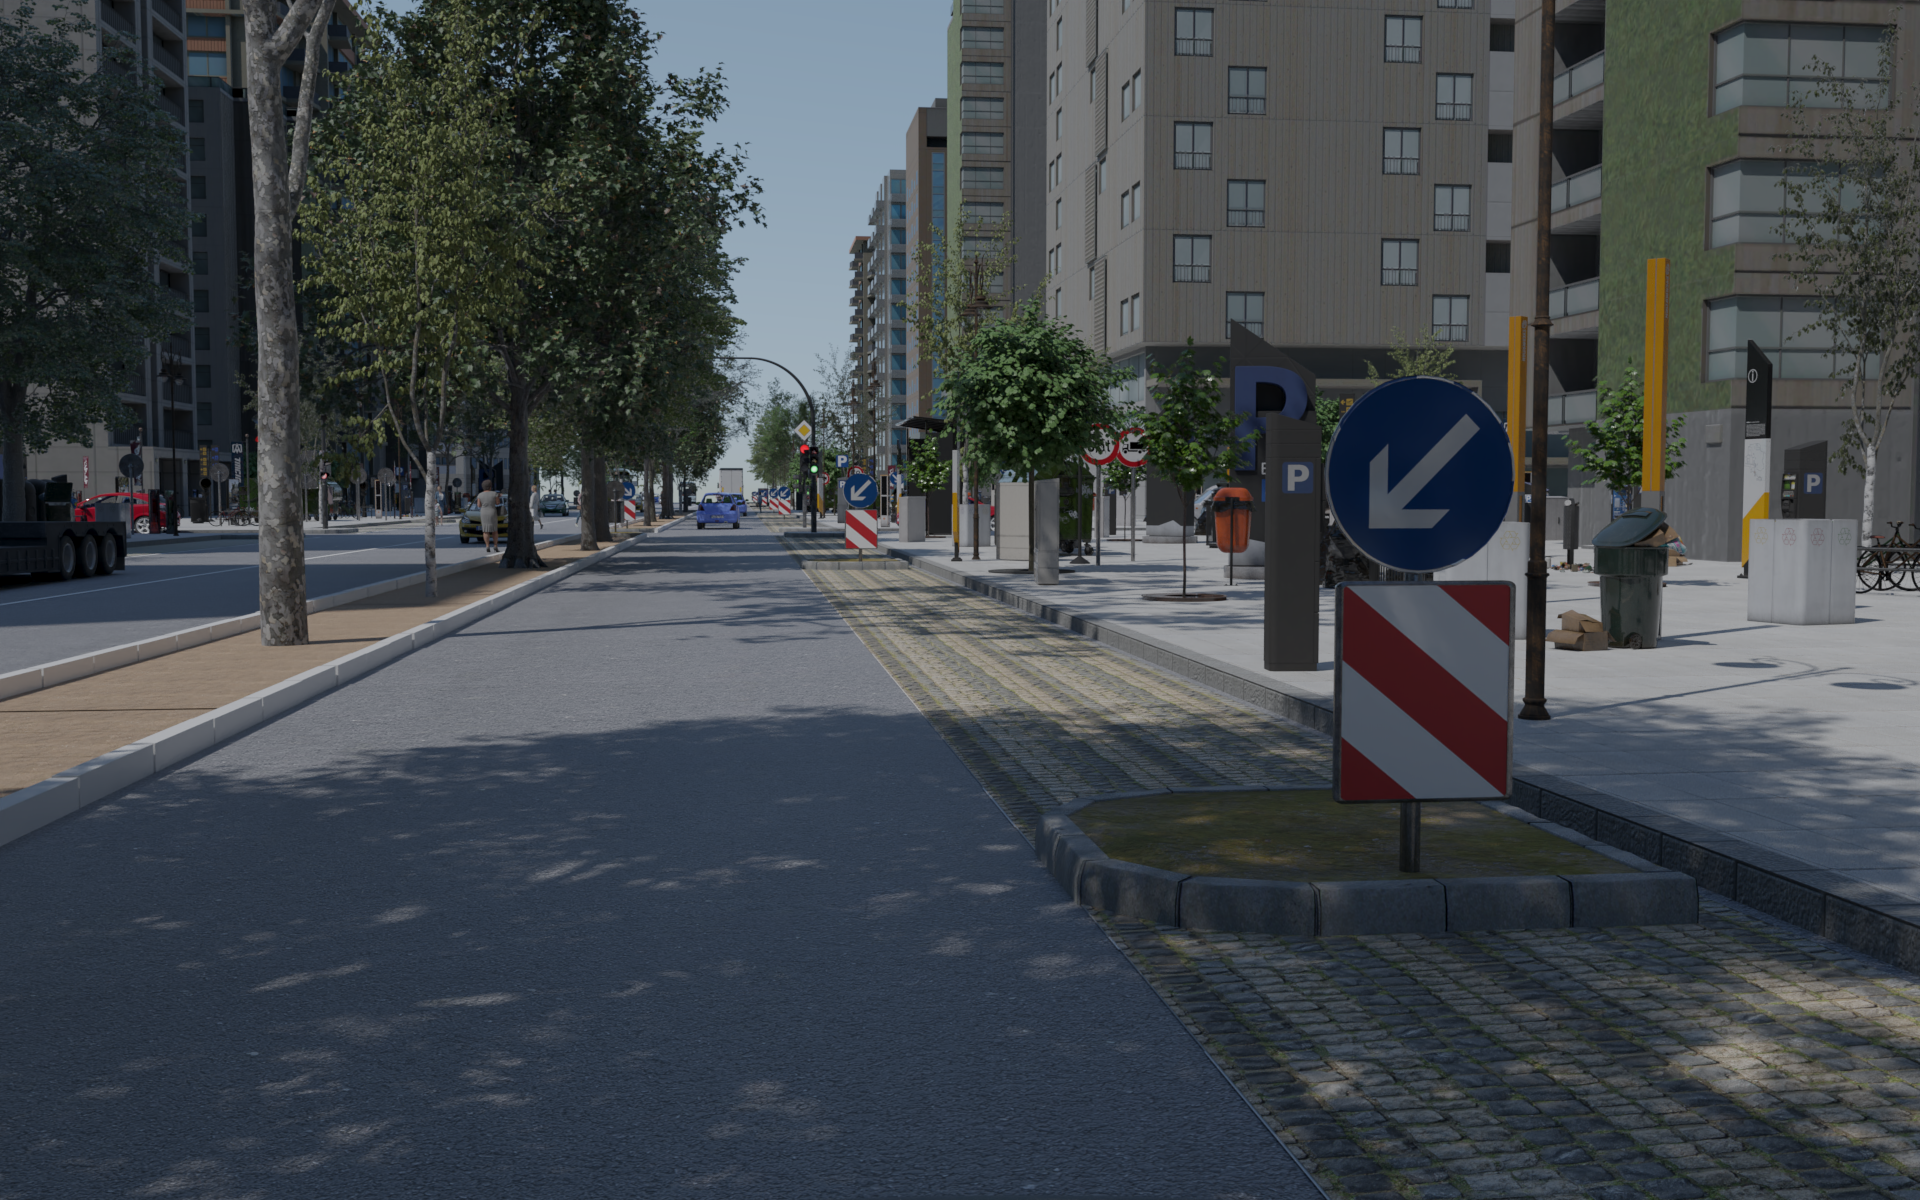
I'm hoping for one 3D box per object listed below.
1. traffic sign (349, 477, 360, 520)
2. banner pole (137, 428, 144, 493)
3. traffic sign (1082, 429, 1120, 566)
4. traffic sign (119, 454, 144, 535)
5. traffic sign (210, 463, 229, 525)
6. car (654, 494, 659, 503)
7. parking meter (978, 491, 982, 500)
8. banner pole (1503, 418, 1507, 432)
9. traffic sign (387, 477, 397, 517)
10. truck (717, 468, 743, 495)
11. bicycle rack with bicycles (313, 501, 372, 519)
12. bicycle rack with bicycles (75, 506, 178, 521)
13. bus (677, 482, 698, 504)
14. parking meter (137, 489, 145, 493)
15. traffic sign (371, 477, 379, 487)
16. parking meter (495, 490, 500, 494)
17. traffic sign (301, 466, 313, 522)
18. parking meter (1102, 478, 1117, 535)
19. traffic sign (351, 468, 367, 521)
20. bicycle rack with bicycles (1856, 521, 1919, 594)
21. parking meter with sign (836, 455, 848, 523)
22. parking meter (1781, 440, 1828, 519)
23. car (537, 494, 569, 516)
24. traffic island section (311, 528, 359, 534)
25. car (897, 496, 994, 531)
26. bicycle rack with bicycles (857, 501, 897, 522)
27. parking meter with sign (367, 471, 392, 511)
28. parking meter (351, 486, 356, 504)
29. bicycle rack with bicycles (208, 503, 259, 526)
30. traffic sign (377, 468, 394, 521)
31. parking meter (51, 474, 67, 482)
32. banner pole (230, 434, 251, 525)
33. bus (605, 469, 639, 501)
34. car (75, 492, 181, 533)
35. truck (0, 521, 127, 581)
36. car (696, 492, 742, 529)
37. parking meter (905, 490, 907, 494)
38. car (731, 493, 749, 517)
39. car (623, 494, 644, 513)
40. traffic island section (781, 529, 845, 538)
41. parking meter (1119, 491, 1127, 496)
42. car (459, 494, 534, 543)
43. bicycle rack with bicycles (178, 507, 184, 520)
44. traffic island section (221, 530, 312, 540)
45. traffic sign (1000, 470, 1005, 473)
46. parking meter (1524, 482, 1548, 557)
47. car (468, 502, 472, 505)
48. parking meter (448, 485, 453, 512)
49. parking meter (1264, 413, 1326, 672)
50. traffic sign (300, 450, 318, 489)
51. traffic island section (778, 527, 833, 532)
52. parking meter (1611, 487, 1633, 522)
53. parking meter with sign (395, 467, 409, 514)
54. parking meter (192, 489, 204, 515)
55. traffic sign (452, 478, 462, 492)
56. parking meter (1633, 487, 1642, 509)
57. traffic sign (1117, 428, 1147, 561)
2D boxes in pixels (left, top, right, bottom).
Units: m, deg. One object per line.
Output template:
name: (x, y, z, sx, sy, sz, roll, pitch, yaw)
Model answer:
traffic sign: (-30.059, -5.273, 86.322, 0.768, 2.556, 0.104, 0, 4, -3)
banner pole: (-31.080, -4.629, 65.698, 0.401, 3.779, 0.863, -3, 4, -37)
traffic sign: (2.480, -1.890, 31.014, 0.768, 2.556, 0.104, 0, 4, 1)
traffic sign: (-26.052, -3.325, 54.476, 0.768, 2.556, 0.104, 0, 4, -4)
traffic sign: (-30.614, -4.373, 71.608, 0.768, 2.556, 0.104, 0, 4, -6)
car: (-45.642, -15.265, 259.173, 1.945, 1.707, 3.694, 0, 4, -8)
parking meter: (1.278, -6.616, 116.589, 0.372, 1.533, 0.369, 0, 3, 0)
banner pole: (15.950, -3.678, 50.146, 0.401, 3.779, 0.863, -1, 4, -21)
traffic sign: (-31.323, -5.748, 95.167, 0.795, 2.450, 0.064, 0, 4, -3)
truck: (-25.254, -12.348, 190.795, 2.839, 4.237, 11.283, -1, 4, -9)
bicycle rack with bicycles: (-32.361, -4.771, 91.384, 2.925, 0.926, 2.852, 3, 5, 41)
bicycle rack with bicycles: (-36.137, -3.757, 74.811, 2.852, 0.926, 2.925, 2, 4, 26)
bus: (-40.063, -15.877, 254.455, 2.948, 3.499, 13.247, -1, 4, -9)
parking meter: (-38.364, -4.447, 81.118, 0.372, 1.533, 0.369, 0, 3, 0)
traffic sign: (-35.644, -6.335, 105.712, 0.606, 2.300, 0.079, 0, 4, 1)
parking meter: (-32.614, -6.956, 122.136, 0.372, 1.533, 0.369, 0, 3, 0)
traffic sign: (-29.711, -4.806, 78.681, 0.768, 2.556, 0.104, 0, 4, -1)
parking meter: (4.660, -2.953, 53.996, 0.399, 1.863, 0.255, -1, 4, -16)
traffic sign: (-28.767, -5.062, 82.864, 0.768, 2.556, 0.104, 0, 4, -2)
bicycle rack with bicycles: (12.266, -0.544, 22.275, 2.852, 0.926, 2.925, -3, 4, -38)
parking meter with sign: (-5.211, -4.909, 76.524, 0.543, 3.016, 1.738, 0, 4, -3)
parking meter: (9.157, -0.802, 18.817, 0.399, 1.863, 0.255, -1, 4, -11)
car: (-26.451, -6.167, 112.622, 2.131, 1.459, 4.920, -1, 4, -9)
traffic island section: (-23.334, -2.530, 63.646, 2.009, 0.180, 2.903, 0, 4, -7)
car: (-0.058, -3.302, 63.020, 4.494, 1.783, 2.155, 0, 4, -8)
bicycle rack with bicycles: (-3.726, -4.073, 79.977, 2.852, 0.926, 2.925, 0, 4, -2)
parking meter with sign: (-42.909, -8.059, 128.028, 1.738, 3.016, 0.543, -1, 4, -16)
parking meter: (-41.305, -6.877, 118.142, 0.399, 1.863, 0.255, 3, 5, 40)
bicycle rack with bicycles: (-28.523, -3.449, 69.766, 2.925, 0.926, 2.852, -1, 4, -13)
traffic sign: (-27.773, -5.116, 83.747, 0.768, 2.556, 0.104, 0, 4, -4)
parking meter: (-26.573, -2.777, 51.122, 0.255, 1.863, 0.399, 2, 4, 30)
banner pole: (-29.978, -5.034, 72.326, 0.863, 3.779, 0.401, -1, 4, -22)
bus: (-33.481, -10.993, 171.277, 2.896, 3.916, 12.252, 0, 4, -7)
car: (-29.530, -3.125, 60.128, 4.494, 1.783, 2.155, 0, 4, -7)
truck: (-14.791, -1.955, 21.715, 2.967, 4.110, 18.799, -1, 4, -9)
car: (-10.019, -3.812, 71.913, 1.945, 1.707, 3.694, 0, 4, -6)
parking meter: (-2.855, -5.152, 92.653, 0.372, 1.533, 0.369, 0, 3, 0)
car: (-14.551, -6.221, 111.309, 1.945, 1.707, 3.694, 0, 4, -6)
car: (-25.472, -7.628, 134.939, 2.015, 1.641, 3.980, 0, 4, -6)
traffic island section: (-4.872, -2.181, 57.938, 2.009, 0.180, 2.903, 0, 4, -7)
parking meter: (6.887, -3.948, 72.959, 0.372, 1.533, 0.369, 0, 3, 0)
car: (-13.806, -2.534, 51.662, 2.015, 1.641, 3.980, 0, 4, -5)
bicycle rack with bicycles: (-39.945, -4.421, 85.664, 2.925, 0.926, 2.852, -2, 4, -35)
traffic island section: (-22.323, -2.045, 55.724, 2.009, 0.180, 2.903, 0, 4, -7)
traffic sign: (1.642, -3.438, 56.317, 0.768, 2.556, 0.104, 0, 4, -4)
parking meter: (11.630, -1.639, 35.206, 0.372, 1.533, 0.369, 0, 3, 0)
car: (-23.062, -4.471, 85.095, 2.014, 1.417, 4.499, 0, 4, -6)
parking meter: (-33.843, -6.679, 114.908, 0.255, 1.863, 0.399, 0, 4, 1)
parking meter: (2.430, -0.420, 12.583, 0.399, 1.863, 0.255, 0, 4, -3)
traffic sign: (-31.020, -5.303, 80.584, 2.265, 3.308, 0.079, 0, 4, 0)
traffic island section: (-5.883, -2.665, 65.859, 2.009, 0.180, 2.903, 0, 4, -7)
parking meter: (12.324, -1.460, 32.277, 0.372, 1.533, 0.369, 0, 3, 0)
parking meter with sign: (-35.748, -7.031, 111.224, 0.543, 3.016, 1.738, -2, 4, -34)
parking meter: (-41.696, -5.271, 94.588, 0.372, 1.533, 0.369, 0, 3, 0)
traffic sign: (-39.457, -8.307, 135.921, 0.768, 2.556, 0.104, 0, 4, -2)
parking meter: (13.213, -1.696, 33.446, 0.399, 1.863, 0.255, 2, 4, 23)
traffic sign: (3.302, -2.011, 32.990, 0.768, 2.556, 0.104, 0, 4, -2)
